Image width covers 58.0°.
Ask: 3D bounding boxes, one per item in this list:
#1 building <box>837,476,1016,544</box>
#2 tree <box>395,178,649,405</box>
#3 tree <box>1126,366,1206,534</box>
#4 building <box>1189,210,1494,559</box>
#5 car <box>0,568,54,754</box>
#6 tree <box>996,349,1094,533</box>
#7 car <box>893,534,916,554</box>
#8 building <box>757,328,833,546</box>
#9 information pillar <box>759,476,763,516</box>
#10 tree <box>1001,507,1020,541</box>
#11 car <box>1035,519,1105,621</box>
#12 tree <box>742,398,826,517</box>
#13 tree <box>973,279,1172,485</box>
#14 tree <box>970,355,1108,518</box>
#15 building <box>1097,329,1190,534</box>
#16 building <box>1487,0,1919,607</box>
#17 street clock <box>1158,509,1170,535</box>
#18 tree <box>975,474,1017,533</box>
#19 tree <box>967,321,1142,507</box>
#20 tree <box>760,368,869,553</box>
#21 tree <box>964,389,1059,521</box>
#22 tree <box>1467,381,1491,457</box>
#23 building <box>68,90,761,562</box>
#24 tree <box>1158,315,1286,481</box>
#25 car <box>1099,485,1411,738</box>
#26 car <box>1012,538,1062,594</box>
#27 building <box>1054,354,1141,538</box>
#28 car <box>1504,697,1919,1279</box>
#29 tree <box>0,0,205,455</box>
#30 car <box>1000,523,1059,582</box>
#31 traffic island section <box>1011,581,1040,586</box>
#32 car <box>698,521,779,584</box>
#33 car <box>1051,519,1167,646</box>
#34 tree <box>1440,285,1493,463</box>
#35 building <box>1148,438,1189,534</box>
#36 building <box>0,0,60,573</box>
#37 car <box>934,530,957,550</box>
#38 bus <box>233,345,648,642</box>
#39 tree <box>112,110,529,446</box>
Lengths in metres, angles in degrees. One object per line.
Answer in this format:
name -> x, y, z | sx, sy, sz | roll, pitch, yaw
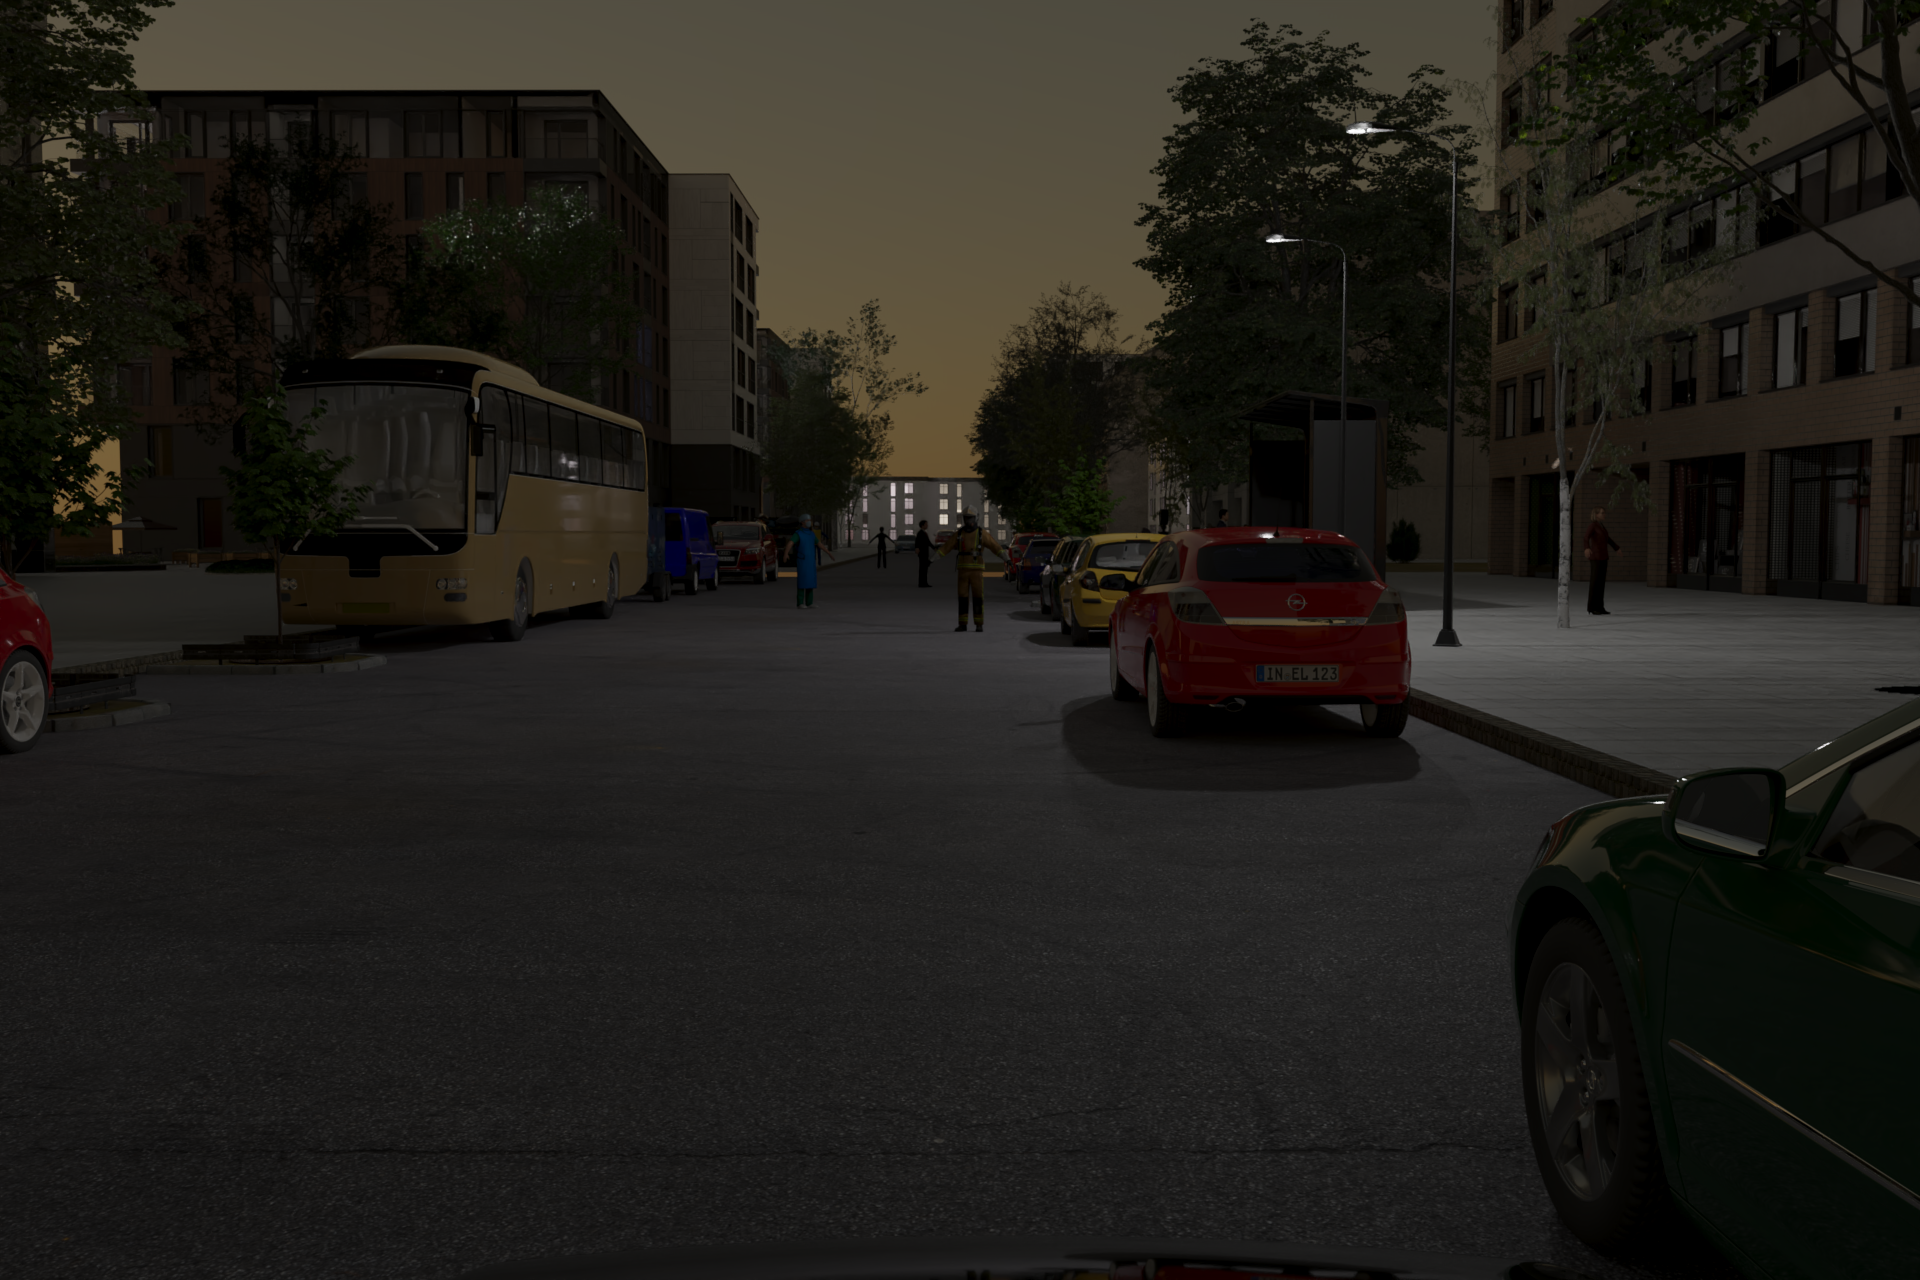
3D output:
building -> -5.120, -18.836, 252.578 | 28.070, 9.664, 9.099 | 0, 4, -6
tree -> -12.759, -7.630, 50.500 | 9.928, 11.665, 9.643 | 0, 3, 0
tree -> 8.796, -7.586, 74.399 | 4.360, 8.622, 3.978 | 0, 3, 0
building -> 24.164, -14.491, 103.388 | 16.747, 18.905, 31.486 | 0, 3, 0
car -> -7.005, -0.051, 9.876 | 2.155, 1.783, 4.494 | 0, 4, 0
tree -> 3.527, -7.205, 68.163 | 4.737, 8.622, 4.395 | 0, 3, 0
car -> -3.905, -7.105, 128.169 | 2.014, 1.417, 4.499 | 0, 4, 0
building -> -29.131, -21.057, 188.255 | 27.936, 21.610, 32.646 | 0, 4, 1
information pillar -> -8.060, -4.826, 70.264 | 0.183, 3.616, 0.504 | 0, 4, 1
tree -> 4.925, -13.036, 163.503 | 4.737, 8.622, 4.395 | 0, 3, 0
car -> 2.326, -1.228, 29.857 | 2.009, 1.686, 4.222 | 0, 4, -1
tree -> -10.183, -8.808, 94.366 | 4.360, 8.622, 3.978 | 0, 3, 0
tree -> 5.704, -10.579, 83.333 | 12.009, 13.543, 11.850 | 0, 3, 0
tree -> 5.407, -12.862, 116.954 | 9.857, 13.997, 8.962 | 0, 3, 0
building -> 24.066, -21.395, 180.738 | 19.493, 23.208, 18.063 | 0, 4, 0
building -> 26.272, -13.679, 30.229 | 21.656, 26.213, 47.522 | 0, 4, 0
street clock -> 5.897, -2.789, 50.163 | 0.358, 2.002, 0.471 | 0, 4, 0
tree -> 4.832, -13.402, 153.527 | 8.767, 10.594, 7.601 | 3, 4, 38
tree -> 5.223, -11.559, 99.364 | 12.009, 13.543, 11.850 | 0, 3, 0
tree -> -10.182, -12.286, 119.009 | 7.486, 12.596, 7.792 | 0, 3, 0
tree -> 5.075, -13.768, 131.756 | 9.857, 13.997, 8.962 | 0, 3, 0
tree -> 25.748, -8.495, 73.303 | 8.767, 10.594, 7.601 | 1, 4, 19
building -> -26.993, -15.436, 96.353 | 27.936, 21.610, 32.646 | 0, 4, 0
tree -> 11.371, -8.097, 66.805 | 7.601, 10.594, 8.767 | 2, 4, 25
car -> 2.218, -0.283, 13.675 | 2.155, 1.783, 4.494 | 0, 4, -1
car -> 2.262, -1.830, 42.505 | 1.945, 1.354, 3.894 | 0, 4, 0
building -> 24.130, -22.558, 212.800 | 27.936, 21.610, 32.646 | 0, 4, 0
car -> 2.165, 0.594, 2.093 | 2.131, 1.459, 4.920 | 0, 4, -1
tree -> -13.473, -6.280, 20.797 | 7.486, 12.596, 7.792 | 0, 3, 0
car -> 2.294, -2.675, 52.774 | 2.155, 1.783, 4.494 | 0, 4, -1
traffic island section -> 2.424, -1.579, 48.678 | 1.991, 0.108, 1.994 | 0, 4, 0
car -> -6.554, -2.585, 50.932 | 2.281, 1.827, 5.304 | 0, 4, 0
car -> 2.279, -0.818, 23.590 | 2.015, 1.641, 3.980 | 0, 4, 0
tree -> 21.722, -8.472, 64.269 | 9.928, 11.665, 9.643 | 0, 3, 0
building -> 20.894, -11.917, 136.989 | 9.099, 9.664, 28.070 | 0, 4, 0
building -> -33.007, -15.884, 39.287 | 16.754, 29.471, 25.880 | 0, 4, -1
car -> -1.244, -9.055, 156.723 | 2.281, 1.827, 5.304 | 0, 4, 0
bus -> -7.062, -2.125, 26.297 | 2.896, 3.916, 12.252 | 0, 4, 0
tree -> -13.742, -6.335, 37.991 | 8.767, 10.594, 7.601 | -2, 4, -31
